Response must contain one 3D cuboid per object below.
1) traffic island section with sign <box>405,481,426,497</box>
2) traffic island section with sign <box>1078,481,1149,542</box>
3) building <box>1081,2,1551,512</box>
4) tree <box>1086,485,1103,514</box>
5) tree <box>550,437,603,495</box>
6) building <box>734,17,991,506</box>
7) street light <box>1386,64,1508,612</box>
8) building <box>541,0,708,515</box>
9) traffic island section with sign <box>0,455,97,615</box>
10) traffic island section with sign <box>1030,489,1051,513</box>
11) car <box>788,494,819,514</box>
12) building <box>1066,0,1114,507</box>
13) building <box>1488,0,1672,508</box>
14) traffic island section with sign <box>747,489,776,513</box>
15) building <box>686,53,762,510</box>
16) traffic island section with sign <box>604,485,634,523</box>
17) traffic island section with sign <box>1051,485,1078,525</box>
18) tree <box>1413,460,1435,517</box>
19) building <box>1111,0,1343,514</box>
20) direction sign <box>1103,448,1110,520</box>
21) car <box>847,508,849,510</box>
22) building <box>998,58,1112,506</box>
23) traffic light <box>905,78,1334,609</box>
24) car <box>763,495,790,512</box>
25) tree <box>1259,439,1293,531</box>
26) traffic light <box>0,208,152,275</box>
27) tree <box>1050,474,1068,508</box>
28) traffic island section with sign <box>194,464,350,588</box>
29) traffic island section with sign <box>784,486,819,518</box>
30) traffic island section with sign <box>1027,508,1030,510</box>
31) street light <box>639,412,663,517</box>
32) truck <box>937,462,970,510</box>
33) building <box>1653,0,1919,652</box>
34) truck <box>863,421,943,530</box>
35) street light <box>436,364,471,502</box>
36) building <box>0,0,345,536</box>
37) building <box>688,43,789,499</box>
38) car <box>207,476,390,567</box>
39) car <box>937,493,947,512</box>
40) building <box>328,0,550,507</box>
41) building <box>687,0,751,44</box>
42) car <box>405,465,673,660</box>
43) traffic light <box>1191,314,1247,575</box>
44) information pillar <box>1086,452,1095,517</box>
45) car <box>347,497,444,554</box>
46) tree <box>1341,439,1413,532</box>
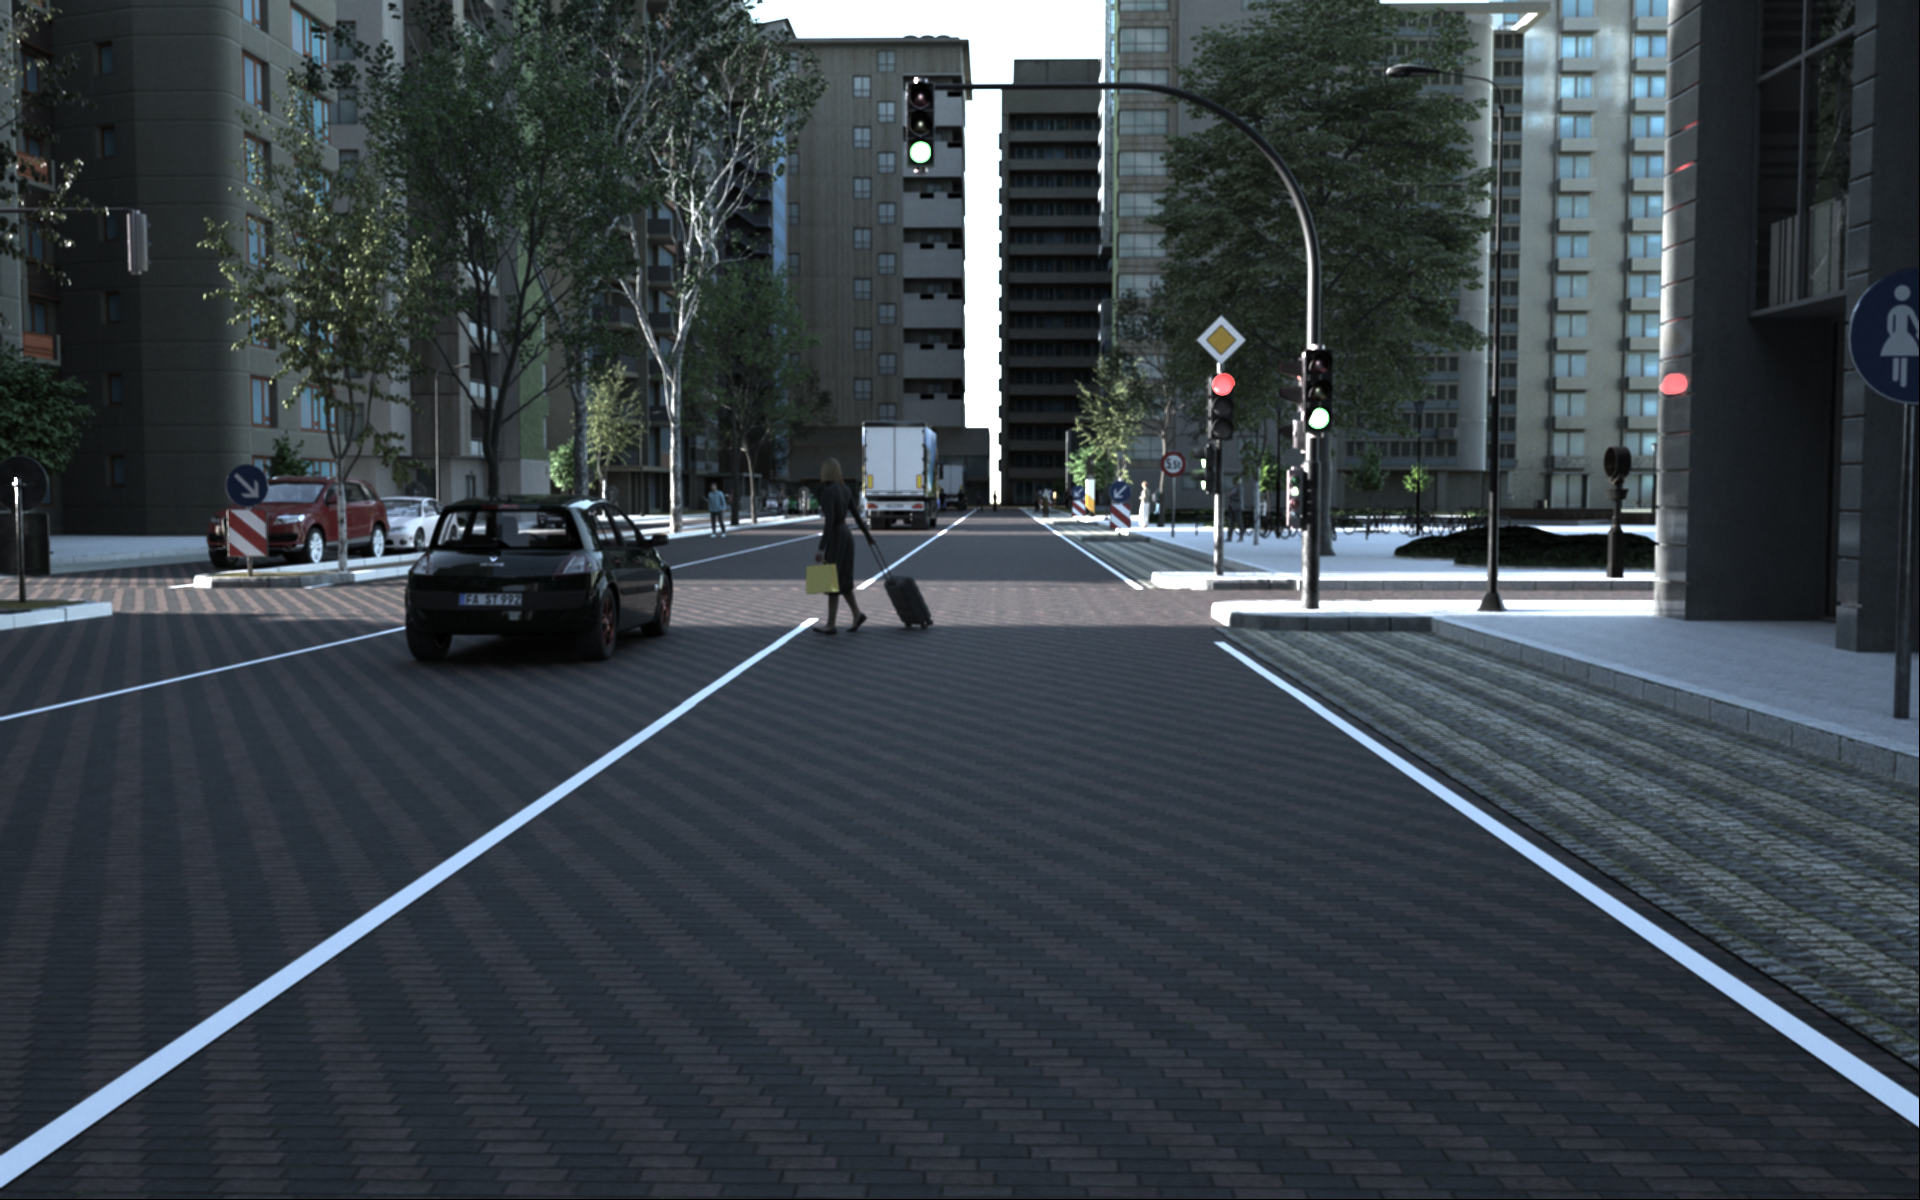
[{"bbox_3d":[-16.639,-2.681,52.457,1.989,1.847,2.006,0,4,1],"label":"traffic island section with sign"},{"bbox_3d":[4.693,-2.682,52.479,1.989,1.847,2.006,0,4,1],"label":"traffic island section with sign"},{"bbox_3d":[25.610,-27.028,133.790,32.217,40.220,23.993,0,4,1],"label":"building"},{"bbox_3d":[8.523,-7.093,110.575,1.663,3.219,1.824,0,3,0],"label":"tree"},{"bbox_3d":[-21.957,-6.989,97.990,4.285,4.588,4.351,0,3,0],"label":"tree"},{"bbox_3d":[-10.254,-37.421,201.072,27.495,52.752,28.713,0,4,1],"label":"building"},{"bbox_3d":[5.313,-2.835,18.897,1.470,5.913,1.316,0,4,1],"label":"street light"},{"bbox_3d":[-29.480,-28.283,117.053,22.147,44.769,28.867,0,4,1],"label":"building"},{"bbox_3d":[-11.161,-0.724,19.971,2.006,1.907,1.989,0,4,1],"label":"traffic island section with sign"},{"bbox_3d":[6.431,-7.369,129.103,1.989,1.847,2.006,0,4,1],"label":"traffic island section with sign"},{"bbox_3d":[-11.218,-7.052,124.093,1.959,1.807,4.718,0,4,3],"label":"car"},{"bbox_3d":[21.747,-51.819,159.916,22.319,86.520,31.000,0,4,1],"label":"building"},{"bbox_3d":[61.202,-33.293,163.957,30.456,49.044,23.786,0,4,1],"label":"building"},{"bbox_3d":[-14.875,-7.441,130.290,1.989,1.847,2.006,0,4,1],"label":"traffic island section with sign"},{"bbox_3d":[-33.369,-27.637,143.752,32.217,40.220,23.993,0,4,1],"label":"building"},{"bbox_3d":[-16.031,-4.329,79.406,1.989,1.847,2.006,0,4,1],"label":"traffic island section with sign"},{"bbox_3d":[5.295,-4.330,79.427,1.989,1.847,2.006,0,4,1],"label":"traffic island section with sign"},{"bbox_3d":[25.230,-6.184,95.709,1.663,3.219,1.824,0,3,0],"label":"tree"},{"bbox_3d":[17.038,-26.368,114.706,14.154,41.232,14.086,0,4,1],"label":"building"},{"bbox_3d":[7.239,-5.712,85.388,0.379,3.537,0.876,1,4,10],"label":"direction sign"},{"bbox_3d":[-11.032,-9.045,156.677,1.959,1.807,4.718,0,4,1],"label":"car"},{"bbox_3d":[15.130,-35.055,196.851,21.600,48.544,21.300,0,4,1],"label":"building"},{"bbox_3d":[1.796,-2.723,19.184,4.771,5.953,1.251,0,4,1],"label":"traffic light"},{"bbox_3d":[-14.865,-7.824,140.281,2.083,1.381,4.827,0,4,1],"label":"car"},{"bbox_3d":[10.851,-4.064,61.052,1.663,3.219,1.824,0,3,0],"label":"tree"},{"bbox_3d":[-15.393,-3.245,27.720,4.771,5.953,1.251,0,4,1],"label":"traffic light"},{"bbox_3d":[9.263,-10.300,163.012,1.663,3.219,1.824,0,3,0],"label":"tree"},{"bbox_3d":[-10.984,-1.177,27.376,2.006,1.907,1.989,0,4,1],"label":"traffic island section with sign"},{"bbox_3d":[-9.292,-5.771,102.495,2.006,1.907,1.989,0,4,1],"label":"traffic island section with sign"},{"bbox_3d":[7.034,-9.035,156.350,1.989,1.847,2.006,0,4,1],"label":"traffic island section with sign"},{"bbox_3d":[-17.416,-7.649,97.601,1.470,5.913,1.316,0,4,1],"label":"street light"},{"bbox_3d":[-0.661,-10.350,158.138,2.839,4.237,11.283,0,4,2],"label":"truck"},{"bbox_3d":[12.410,-13.772,2.670,11.434,29.767,29.804,0,4,1],"label":"building"},{"bbox_3d":[-2.312,-5.084,72.030,2.839,4.237,11.283,0,4,2],"label":"truck"},{"bbox_3d":[-18.199,-5.480,62.145,1.470,5.913,1.316,0,4,1],"label":"street light"},{"bbox_3d":[-36.046,-12.358,47.099,27.650,21.520,28.899,0,4,1],"label":"building"},{"bbox_3d":[-24.836,-31.831,170.547,14.200,45.320,14.600,0,4,1],"label":"building"},{"bbox_3d":[-13.489,-1.642,35.526,2.281,1.827,5.304,0,4,3],"label":"car"},{"bbox_3d":[-1.988,-7.942,139.444,1.945,1.707,3.694,0,4,0],"label":"car"},{"bbox_3d":[-26.938,-23.984,75.736,14.154,41.232,14.086,0,4,1],"label":"building"},{"bbox_3d":[-38.188,-40.102,197.674,28.212,58.520,21.231,0,4,1],"label":"building"},{"bbox_3d":[-3.851,-0.401,16.347,2.009,1.686,4.222,0,4,1],"label":"car"},{"bbox_3d":[4.070,-2.345,27.261,0.839,4.253,0.868,0,4,1],"label":"traffic light"},{"bbox_3d":[7.355,-6.488,97.427,0.504,3.616,0.183,-1,4,-21],"label":"information pillar"},{"bbox_3d":[-13.838,-1.867,42.890,2.083,1.381,4.827,0,3,0],"label":"car"},{"bbox_3d":[14.005,-3.923,58.749,1.663,3.219,1.824,0,3,0],"label":"tree"}]
